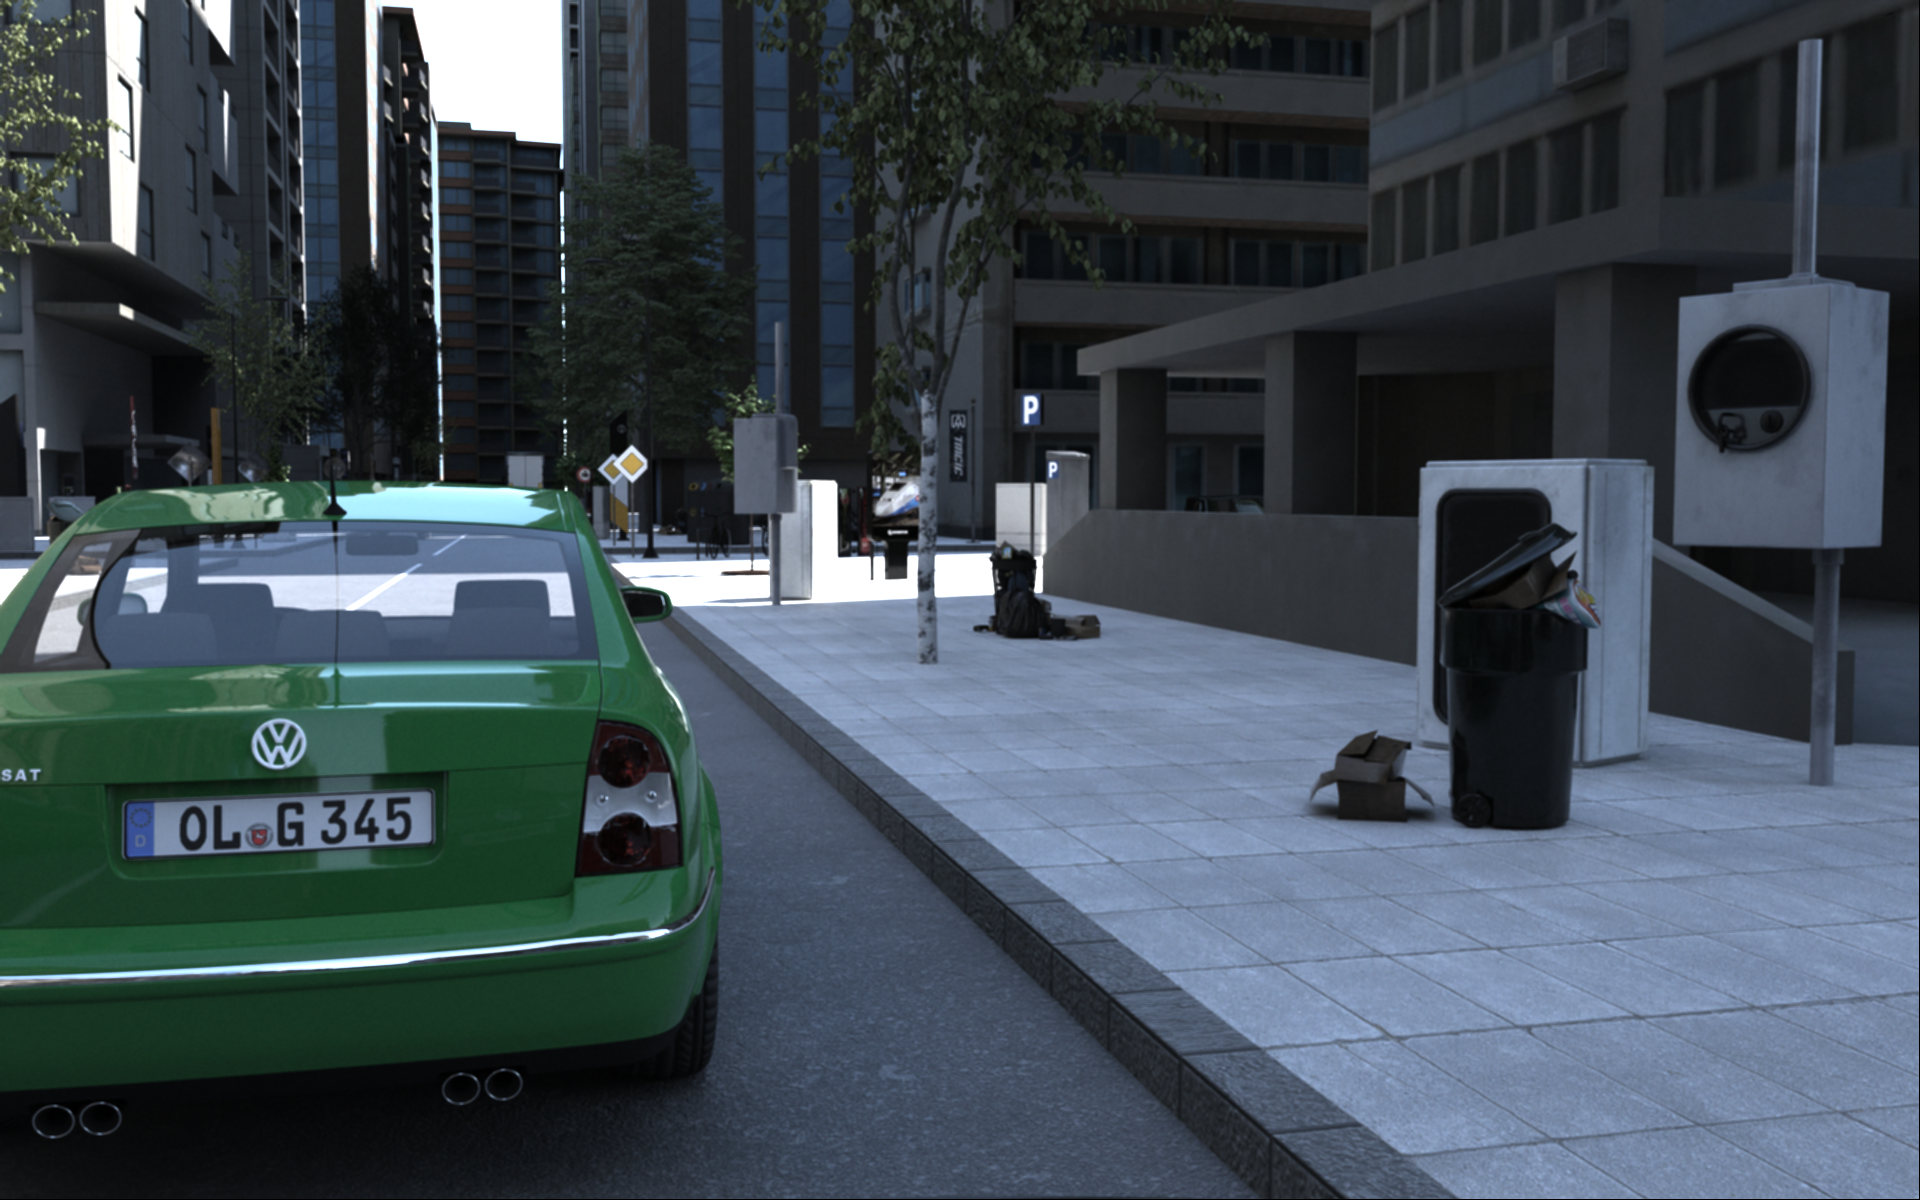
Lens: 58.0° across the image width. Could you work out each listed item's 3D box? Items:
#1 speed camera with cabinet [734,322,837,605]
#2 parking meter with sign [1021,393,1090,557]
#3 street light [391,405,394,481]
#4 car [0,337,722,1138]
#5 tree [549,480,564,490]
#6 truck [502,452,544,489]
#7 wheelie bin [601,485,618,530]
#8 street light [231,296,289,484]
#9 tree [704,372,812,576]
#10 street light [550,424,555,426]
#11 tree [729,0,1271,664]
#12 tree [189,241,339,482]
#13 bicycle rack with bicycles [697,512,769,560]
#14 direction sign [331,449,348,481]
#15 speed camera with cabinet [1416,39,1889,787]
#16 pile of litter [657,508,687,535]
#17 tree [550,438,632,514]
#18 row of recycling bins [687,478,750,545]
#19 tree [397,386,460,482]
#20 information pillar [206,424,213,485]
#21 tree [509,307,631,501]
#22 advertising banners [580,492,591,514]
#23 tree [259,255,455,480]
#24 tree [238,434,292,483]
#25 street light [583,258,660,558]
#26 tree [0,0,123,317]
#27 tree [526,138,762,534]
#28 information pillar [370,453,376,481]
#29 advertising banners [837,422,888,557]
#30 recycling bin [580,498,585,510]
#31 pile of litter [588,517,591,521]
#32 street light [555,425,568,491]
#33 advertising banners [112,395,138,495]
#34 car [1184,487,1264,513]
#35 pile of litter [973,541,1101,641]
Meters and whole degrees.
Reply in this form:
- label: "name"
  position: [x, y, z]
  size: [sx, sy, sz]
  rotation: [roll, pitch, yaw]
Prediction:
- label: "speed camera with cabinet"
  position: [-2.074, -1.616, 20.765]
  size: [0.660, 3.252, 2.038]
  rotation: [1, 4, 15]
- label: "parking meter with sign"
  position: [1.933, -2.108, 30.720]
  size: [1.738, 3.016, 0.543]
  rotation: [-3, 4, -36]
- label: "street light"
  position: [-28.087, -7.024, 87.391]
  size: [1.470, 5.913, 1.316]
  rotation: [-1, 4, -14]
- label: "car"
  position: [-1.824, 0.209, 5.386]
  size: [1.959, 1.807, 4.718]
  rotation: [-1, 4, -14]
- label: "tree"
  position: [-42.759, -11.644, 184.985]
  size: [1.663, 3.219, 1.824]
  rotation: [0, 3, 0]
- label: "truck"
  position: [-30.614, -8.108, 121.476]
  size: [2.839, 4.237, 11.283]
  rotation: [-1, 4, -15]
- label: "wheelie bin"
  position: [-12.589, -3.296, 61.798]
  size: [0.980, 1.594, 0.693]
  rotation: [1, 4, 22]
- label: "street light"
  position: [-16.444, -4.166, 40.661]
  size: [1.470, 5.913, 1.316]
  rotation: [-1, 4, -14]
- label: "tree"
  position: [-3.192, -2.020, 27.634]
  size: [1.663, 3.219, 1.824]
  rotation: [0, 3, 0]
- label: "street light"
  position: [-26.777, -8.753, 115.656]
  size: [1.470, 5.913, 1.316]
  rotation: [-1, 4, -14]
- label: "tree"
  position: [-0.061, -3.834, 13.048]
  size: [4.737, 8.622, 4.395]
  rotation: [0, 3, 0]
- label: "tree"
  position: [-20.773, -6.189, 51.547]
  size: [4.737, 8.622, 4.395]
  rotation: [0, 3, 0]
- label: "bicycle rack with bicycles"
  position: [-4.128, -1.305, 34.724]
  size: [2.852, 0.926, 2.925]
  rotation: [0, 4, -2]
- label: "direction sign"
  position: [-30.891, -5.761, 86.191]
  size: [0.876, 3.537, 0.379]
  rotation: [0, 4, 5]
- label: "speed camera with cabinet"
  position: [3.143, -0.841, 8.087]
  size: [0.660, 3.252, 2.038]
  rotation: [-3, 4, -38]
- label: "pile of litter"
  position: [-9.060, -2.485, 54.601]
  size: [1.176, 0.858, 1.719]
  rotation: [2, 4, 25]
- label: "tree"
  position: [-17.085, -6.133, 83.996]
  size: [4.285, 4.588, 4.351]
  rotation: [0, 3, 0]
- label: "row of recycling bins"
  position: [-6.237, -2.307, 44.829]
  size: [1.069, 1.692, 3.534]
  rotation: [-2, 4, -23]
- label: "tree"
  position: [-35.871, -10.132, 116.028]
  size: [4.737, 8.622, 4.395]
  rotation: [0, 3, 0]
- label: "information pillar"
  position: [-25.276, -4.110, 58.555]
  size: [0.183, 3.616, 0.504]
  rotation: [0, 4, 5]
- label: "tree"
  position: [-20.549, -10.260, 93.502]
  size: [9.928, 11.665, 9.643]
  rotation: [0, 3, 0]
- label: "advertising banners"
  position: [-24.285, -7.192, 113.778]
  size: [2.074, 3.025, 0.090]
  rotation: [3, 5, 42]
- label: "tree"
  position: [-23.544, -8.122, 67.201]
  size: [7.601, 10.594, 8.767]
  rotation: [0, 4, 2]
- label: "tree"
  position: [-21.870, -3.709, 55.241]
  size: [1.663, 3.219, 1.824]
  rotation: [0, 3, 0]
- label: "street light"
  position: [-6.729, -3.784, 34.417]
  size: [1.470, 5.913, 1.316]
  rotation: [-1, 4, -14]
- label: "tree"
  position: [-12.844, -4.358, 21.619]
  size: [4.737, 8.622, 4.395]
  rotation: [0, 3, 0]
- label: "tree"
  position: [-9.842, -8.420, 55.788]
  size: [7.486, 12.596, 7.792]
  rotation: [0, 3, 0]
- label: "information pillar"
  position: [-33.666, -6.606, 99.364]
  size: [0.183, 3.616, 0.504]
  rotation: [-3, 5, -44]
- label: "advertising banners"
  position: [-1.998, -2.426, 35.851]
  size: [0.090, 3.025, 2.074]
  rotation: [2, 4, 30]
- label: "recycling bin"
  position: [-22.911, -5.581, 103.804]
  size: [0.722, 1.027, 0.722]
  rotation: [0, 4, 6]
- label: "pile of litter"
  position: [-15.670, -3.712, 74.653]
  size: [1.719, 0.858, 1.176]
  rotation: [0, 4, 7]
- label: "street light"
  position: [-15.209, -5.889, 68.818]
  size: [1.470, 5.913, 1.316]
  rotation: [-1, 4, -14]
- label: "advertising banners"
  position: [-14.443, -2.069, 30.014]
  size: [0.090, 3.025, 2.074]
  rotation: [-1, 4, -15]
- label: "car"
  position: [7.379, -2.058, 43.440]
  size: [4.222, 1.686, 2.009]
  rotation: [-1, 4, -12]
- label: "pile of litter"
  position: [0.719, -0.123, 15.968]
  size: [1.176, 0.858, 1.719]
  rotation: [0, 4, -2]
